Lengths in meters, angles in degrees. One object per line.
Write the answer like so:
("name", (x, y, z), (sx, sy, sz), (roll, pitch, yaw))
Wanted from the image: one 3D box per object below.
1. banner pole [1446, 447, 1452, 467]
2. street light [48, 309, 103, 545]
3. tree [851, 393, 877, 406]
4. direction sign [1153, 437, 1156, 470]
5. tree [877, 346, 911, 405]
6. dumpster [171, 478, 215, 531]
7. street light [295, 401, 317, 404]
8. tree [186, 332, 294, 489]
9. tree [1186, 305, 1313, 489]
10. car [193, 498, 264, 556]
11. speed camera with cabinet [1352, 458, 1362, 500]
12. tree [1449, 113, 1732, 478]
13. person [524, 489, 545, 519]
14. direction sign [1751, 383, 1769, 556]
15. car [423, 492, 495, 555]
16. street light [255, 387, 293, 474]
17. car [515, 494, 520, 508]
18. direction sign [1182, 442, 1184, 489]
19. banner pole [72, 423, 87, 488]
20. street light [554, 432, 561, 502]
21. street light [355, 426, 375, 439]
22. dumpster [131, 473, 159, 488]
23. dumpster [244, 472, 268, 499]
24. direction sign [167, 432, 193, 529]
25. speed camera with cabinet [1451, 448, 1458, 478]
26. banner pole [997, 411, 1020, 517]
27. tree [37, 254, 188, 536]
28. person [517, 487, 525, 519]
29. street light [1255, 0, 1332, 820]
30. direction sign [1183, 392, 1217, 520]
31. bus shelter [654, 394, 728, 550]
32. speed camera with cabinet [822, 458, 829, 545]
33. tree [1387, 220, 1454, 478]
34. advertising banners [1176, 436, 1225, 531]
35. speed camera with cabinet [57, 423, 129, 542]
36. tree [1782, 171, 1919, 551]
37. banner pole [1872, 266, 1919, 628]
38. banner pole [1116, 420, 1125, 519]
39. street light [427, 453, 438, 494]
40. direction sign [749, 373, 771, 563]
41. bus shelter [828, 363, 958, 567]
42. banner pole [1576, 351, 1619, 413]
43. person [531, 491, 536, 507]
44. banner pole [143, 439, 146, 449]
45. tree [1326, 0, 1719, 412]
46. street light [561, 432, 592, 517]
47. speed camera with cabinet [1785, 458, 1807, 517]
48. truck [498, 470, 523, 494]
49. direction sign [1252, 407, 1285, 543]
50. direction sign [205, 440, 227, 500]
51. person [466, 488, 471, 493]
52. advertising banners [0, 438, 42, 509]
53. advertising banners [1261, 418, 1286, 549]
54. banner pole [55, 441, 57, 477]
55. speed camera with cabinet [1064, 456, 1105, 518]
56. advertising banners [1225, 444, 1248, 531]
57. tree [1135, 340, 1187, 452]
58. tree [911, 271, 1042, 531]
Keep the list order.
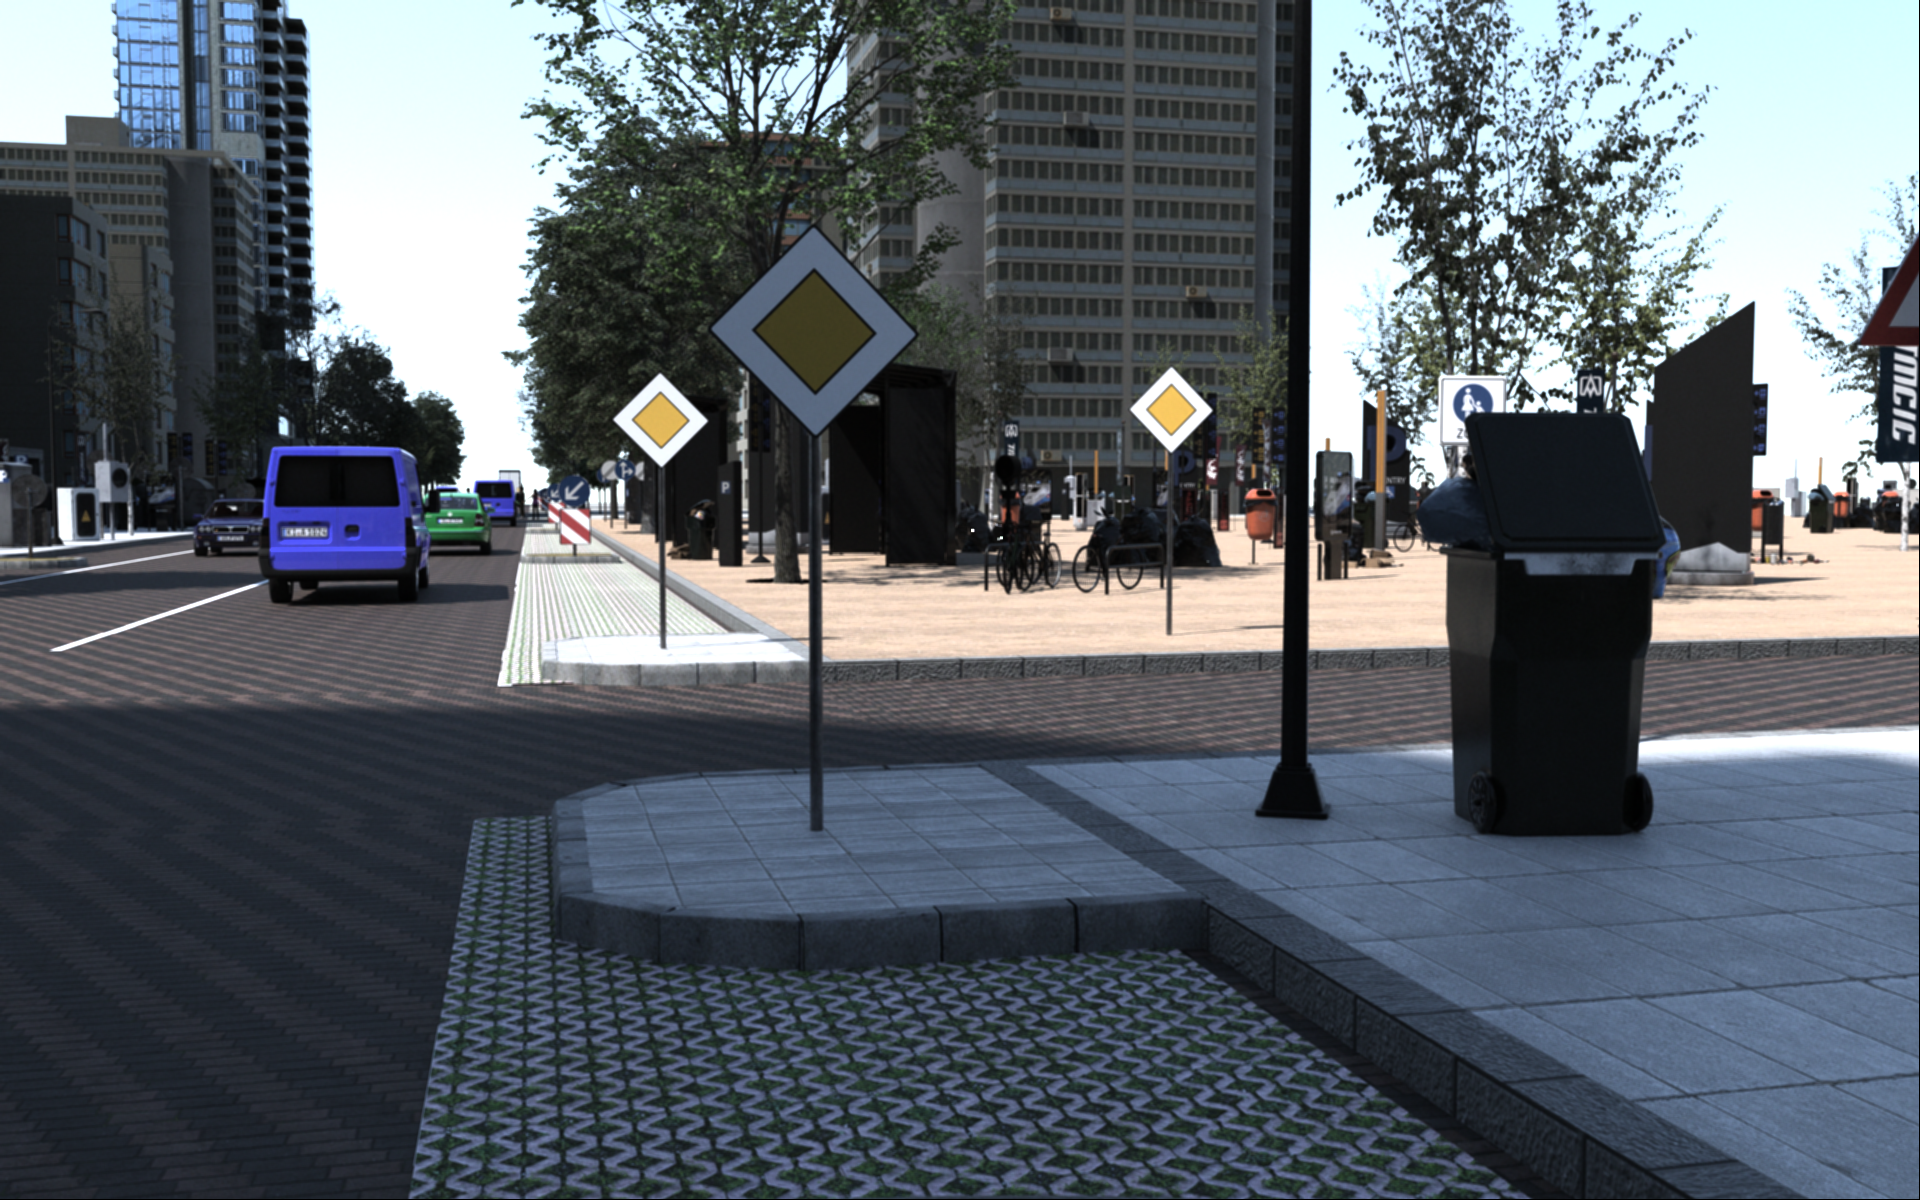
("banner pole", (22.835, -5.528, 80.396), (0.401, 3.779, 0.863), (-2, 4, -29))
("street light", (-22.187, -4.339, 43.487), (1.470, 5.913, 1.316), (-1, 4, -14))
("tree", (-4.341, -7.712, 76.445), (4.360, 8.622, 3.978), (0, 3, 0))
("direction sign", (7.419, -4.530, 66.061), (0.379, 3.537, 0.876), (0, 4, 2))
("tree", (-0.830, -7.301, 69.741), (4.360, 8.622, 3.978), (0, 3, 0))
("dumpster", (-27.208, -3.400, 61.355), (1.264, 1.857, 1.865), (-1, 4, -14))
("street light", (-32.716, -6.955, 86.255), (1.470, 5.913, 1.316), (-1, 4, -14))
("tree", (-32.308, -7.813, 78.112), (4.737, 8.622, 4.395), (0, 3, 0))
("tree", (11.721, -7.109, 66.589), (4.737, 8.622, 4.395), (0, 3, 0))
("car", (-17.126, -1.754, 41.253), (1.945, 1.354, 3.894), (-1, 4, -16))
("speed camera with cabinet", (21.010, -6.124, 94.471), (2.038, 3.252, 0.660), (-1, 4, -21))
("tree", (13.027, -5.153, 34.620), (4.737, 8.622, 4.395), (0, 3, 0))
("person", (-24.020, -5.426, 97.891), (1.217, 1.739, 0.721), (-2, 4, -31))
("direction sign", (16.267, -2.679, 35.794), (0.379, 3.537, 0.876), (-2, 4, -28))
("car", (-12.285, -2.030, 41.992), (1.959, 1.807, 4.718), (-1, 4, -14))
("street light", (-29.965, -6.286, 75.313), (1.470, 5.913, 1.316), (-1, 4, -14))
("car", (-47.966, -10.803, 185.426), (1.959, 1.807, 4.718), (-1, 4, -13))
("direction sign", (7.368, -3.994, 57.293), (0.379, 3.537, 0.876), (1, 4, 10))
("banner pole", (-31.157, -4.360, 61.299), (0.401, 3.779, 0.863), (0, 4, 7))
("street light", (-29.480, -9.623, 129.880), (1.470, 5.913, 1.316), (-1, 4, -14))
("street light", (-40.569, -8.900, 118.063), (1.470, 5.913, 1.316), (-1, 4, -14))
("dumpster", (-34.579, -4.344, 73.521), (1.502, 2.255, 1.985), (-1, 4, -14))
("dumpster", (-25.574, -3.636, 64.401), (1.985, 2.255, 1.502), (-1, 4, -16))
("direction sign", (-28.731, -4.396, 63.864), (0.876, 3.537, 0.379), (-3, 5, -42))
("speed camera with cabinet", (18.136, -4.138, 61.999), (0.660, 3.252, 2.038), (-1, 4, -10))
("banner pole", (1.394, -3.785, 51.899), (0.863, 3.779, 0.401), (1, 4, 23))
("tree", (-25.524, -6.265, 52.795), (4.360, 8.622, 3.978), (0, 3, 0))
("person", (-25.561, -5.676, 100.938), (0.705, 1.869, 1.348), (-2, 4, -28))
("street light", (0.819, -2.088, 6.680), (1.470, 5.913, 1.316), (-1, 4, -14))
("direction sign", (5.459, -2.854, 38.666), (0.379, 3.537, 0.876), (3, 5, 42))
("bus shelter", (-6.800, -3.137, 42.574), (1.731, 3.624, 6.357), (-1, 4, -14))
("speed camera with cabinet", (-3.367, -3.049, 44.189), (0.660, 3.252, 2.038), (1, 4, 23))
("tree", (12.522, -5.710, 43.714), (4.737, 8.622, 4.395), (0, 3, 0))
("advertising banners", (6.901, -3.435, 52.354), (2.074, 3.025, 0.090), (2, 4, 24))
("speed camera with cabinet", (-23.851, -3.260, 47.641), (0.660, 3.252, 2.038), (1, 4, 18))
("tree", (21.083, -5.411, 38.838), (4.360, 8.622, 3.978), (0, 3, 0))
("banner pole", (9.234, -1.627, 16.625), (0.863, 3.779, 0.401), (3, 5, 43))
("banner pole", (5.421, -4.183, 58.407), (0.401, 3.779, 0.863), (2, 4, 26))
("street light", (-60.380, -13.798, 198.143), (1.470, 5.913, 1.316), (-1, 4, -14))
("direction sign", (-3.716, -2.458, 32.191), (0.379, 3.537, 0.876), (1, 4, 18))
("bus shelter", (-1.539, -2.581, 33.478), (1.731, 3.624, 6.357), (-1, 4, -14))
("banner pole", (11.275, -2.480, 30.566), (0.863, 3.779, 0.401), (1, 4, 14))
("person", (-45.694, -10.846, 185.920), (0.705, 1.812, 1.348), (0, 4, 5))
("banner pole", (-37.519, -5.481, 79.635), (0.401, 3.779, 0.863), (-3, 5, -45))
("tree", (5.930, -4.241, 19.704), (4.360, 8.622, 3.978), (0, 3, 0))
("street light", (-21.638, -7.678, 98.069), (1.470, 5.913, 1.316), (-1, 4, -14))
("speed camera with cabinet", (46.474, -6.236, 96.288), (0.660, 3.252, 2.038), (3, 5, 43))
("truck", (-53.197, -13.212, 204.925), (2.839, 4.237, 11.283), (-1, 4, -14))
("direction sign", (8.045, -3.254, 45.208), (0.876, 3.537, 0.379), (-1, 4, -9))
("direction sign", (-31.373, -4.960, 73.092), (0.379, 3.537, 0.876), (3, 5, 43))
("person", (-28.788, -5.674, 101.367), (0.705, 1.812, 1.348), (2, 4, 28))
("advertising banners", (-29.378, -3.544, 54.139), (2.074, 3.025, 0.090), (2, 4, 30))
("advertising banners", (7.548, -2.733, 40.874), (0.090, 3.025, 2.074), (2, 4, 35))
("banner pole", (-42.492, -5.591, 81.435), (0.401, 3.779, 0.863), (-2, 4, -27))
("speed camera with cabinet", (6.418, -5.798, 89.138), (2.038, 3.252, 0.660), (1, 4, 20))
("advertising banners", (9.124, -3.909, 60.098), (2.074, 3.025, 0.090), (-2, 4, -27))
("tree", (10.206, -8.082, 82.499), (4.737, 8.622, 4.395), (0, 3, 0))
("tree", (0.954, -6.556, 57.556), (4.360, 8.622, 3.978), (0, 3, 0))
